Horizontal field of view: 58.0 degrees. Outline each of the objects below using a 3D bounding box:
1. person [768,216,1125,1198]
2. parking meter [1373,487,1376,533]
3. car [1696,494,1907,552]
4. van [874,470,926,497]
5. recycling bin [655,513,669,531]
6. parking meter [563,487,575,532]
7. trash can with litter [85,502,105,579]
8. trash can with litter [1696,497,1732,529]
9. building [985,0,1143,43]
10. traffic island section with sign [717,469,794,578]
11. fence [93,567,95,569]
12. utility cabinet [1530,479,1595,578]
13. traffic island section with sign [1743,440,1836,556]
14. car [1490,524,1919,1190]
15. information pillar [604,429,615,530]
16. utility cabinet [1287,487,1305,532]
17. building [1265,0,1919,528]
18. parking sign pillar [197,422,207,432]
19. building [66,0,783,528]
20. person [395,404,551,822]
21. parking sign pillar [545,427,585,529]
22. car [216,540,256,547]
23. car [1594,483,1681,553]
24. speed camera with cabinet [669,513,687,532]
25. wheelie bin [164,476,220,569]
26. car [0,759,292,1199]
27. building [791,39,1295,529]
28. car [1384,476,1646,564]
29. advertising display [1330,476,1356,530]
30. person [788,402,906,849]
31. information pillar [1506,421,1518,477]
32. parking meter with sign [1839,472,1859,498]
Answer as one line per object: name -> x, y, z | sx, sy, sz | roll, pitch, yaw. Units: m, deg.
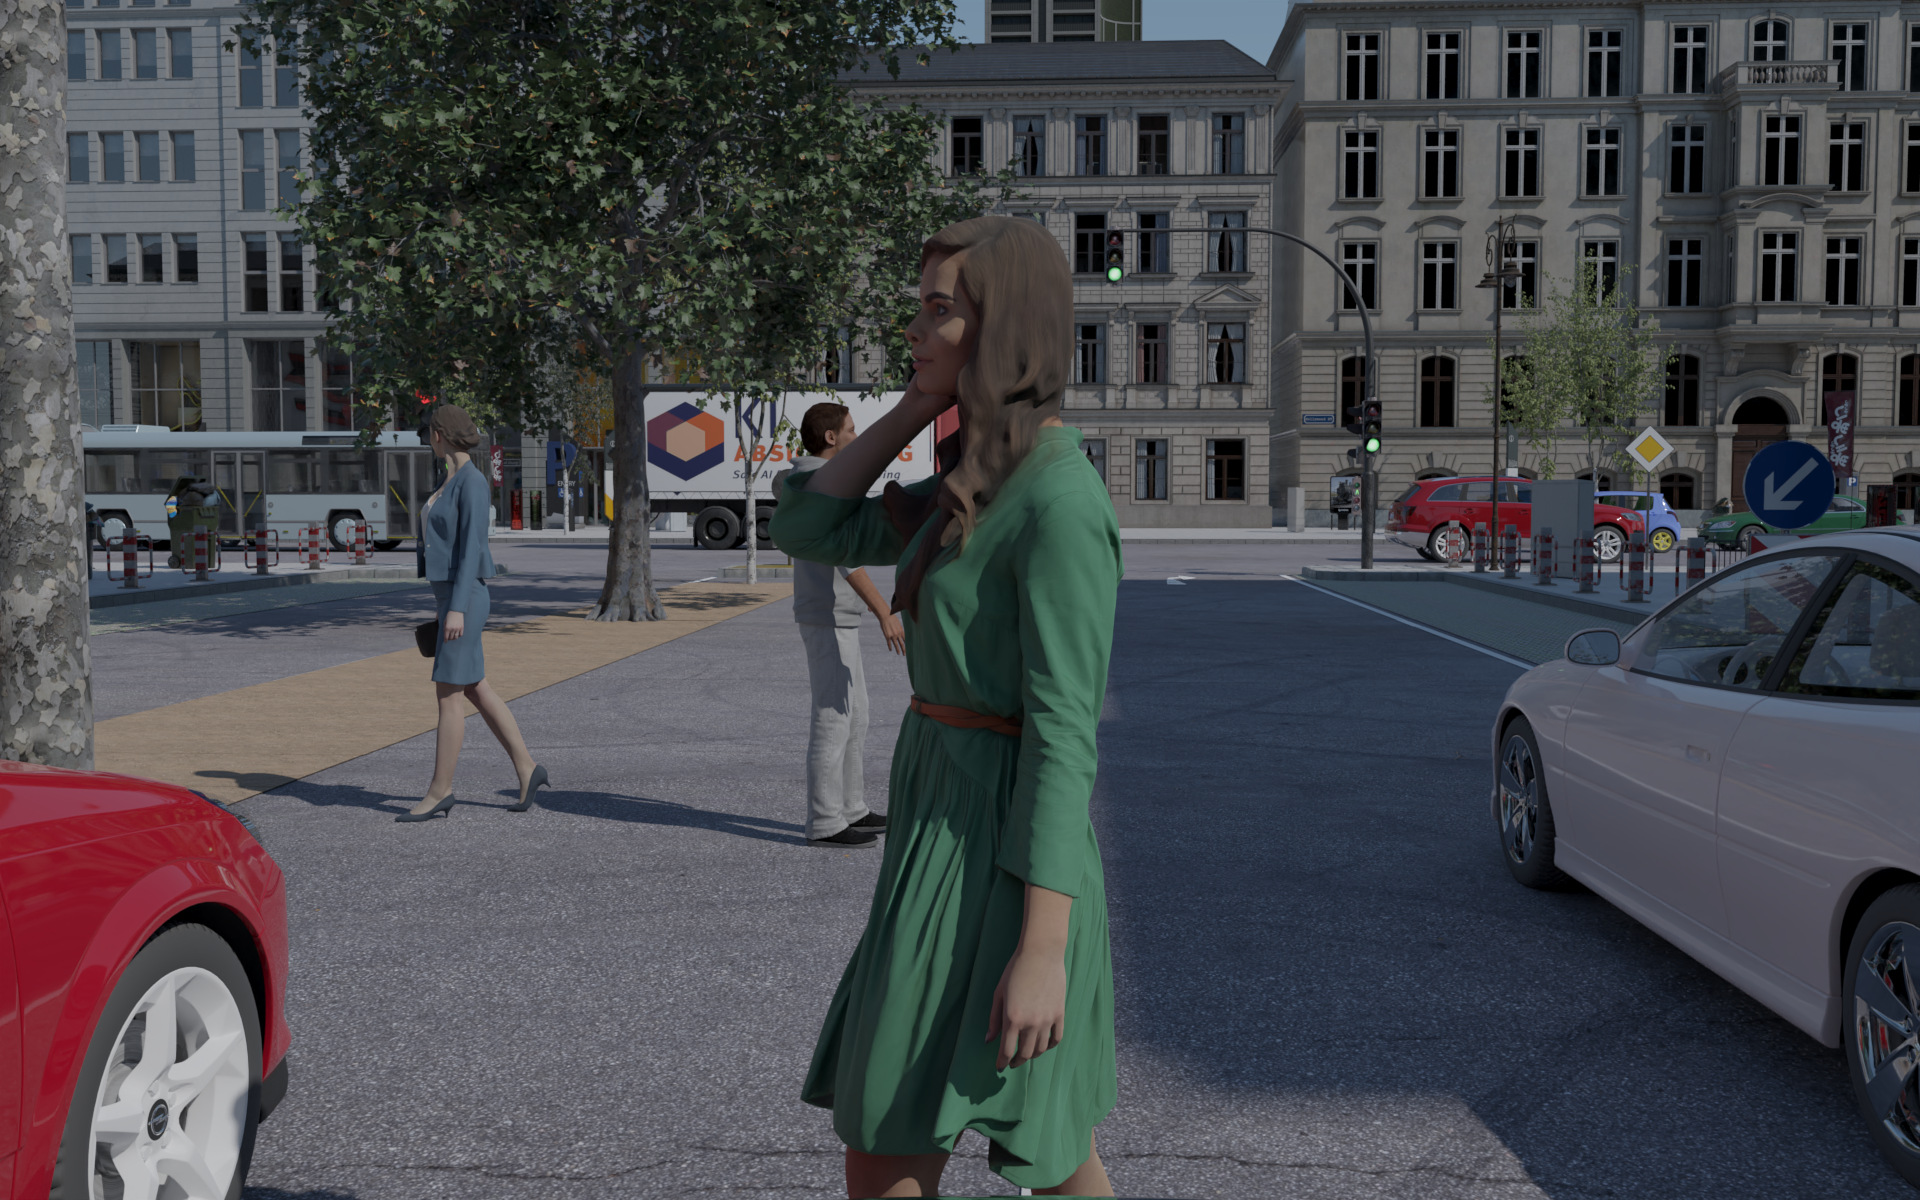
person -> 0.065, 0.392, 2.334 | 0.529, 1.795, 0.600 | -2, 4, -26
parking meter -> 13.452, -2.962, 56.843 | 0.372, 1.533, 0.369 | 0, 3, 0
car -> 21.150, -1.946, 43.609 | 4.920, 1.459, 2.131 | 0, 4, 5
van -> -1.380, -2.146, 42.096 | 4.112, 2.044, 2.013 | 0, 4, 2
recycling bin -> -10.307, -2.981, 61.300 | 0.722, 1.027, 0.722 | -3, 5, -43
parking meter -> -13.365, -3.109, 59.238 | 0.372, 1.533, 0.369 | 0, 3, 0
trash can with litter -> -13.235, -0.865, 25.534 | 0.624, 1.170, 1.055 | 2, 4, 26
trash can with litter -> 26.364, -3.009, 60.580 | 1.055, 1.170, 0.624 | 0, 4, 4
building -> 13.937, -48.567, 232.316 | 20.611, 71.187, 20.563 | 0, 4, 3
traffic island section with sign -> -3.107, -1.369, 30.524 | 2.006, 1.907, 1.989 | 0, 4, 3
fence -> -15.613, -0.833, 28.987 | 0.278, 0.683, 2.069 | 3, 5, 42
utility cabinet -> 9.238, -1.093, 26.554 | 0.318, 1.500, 1.173 | -1, 4, -16
traffic island section with sign -> 6.016, -0.297, 13.477 | 1.989, 1.847, 2.006 | 0, 4, 3
car -> 2.914, 0.459, 4.855 | 2.083, 1.381, 4.827 | 0, 4, 2
information pillar -> -12.401, -4.290, 61.500 | 0.183, 3.616, 0.504 | 3, 5, 43
utility cabinet -> 11.308, -3.030, 58.225 | 0.318, 1.500, 1.173 | 0, 4, -3
building -> 30.129, -15.314, 69.464 | 34.723, 24.649, 14.460 | 0, 4, 3
parking sign pillar -> -28.397, -4.641, 64.352 | 1.447, 3.967, 1.447 | 0, 4, -4
building -> -21.902, -17.981, 71.475 | 29.804, 29.767, 11.434 | 0, 4, 3
person -> -2.159, 0.054, 7.640 | 0.654, 1.822, 0.581 | -1, 4, -8
parking sign pillar -> -14.603, -4.616, 63.951 | 1.447, 3.967, 1.447 | 1, 4, 11
car -> -21.127, -2.188, 47.569 | 4.920, 1.459, 2.131 | 0, 4, 4
car -> 15.742, -2.024, 42.690 | 3.694, 1.707, 1.945 | 0, 4, 4
speed camera with cabinet -> -9.706, -3.980, 59.414 | 0.660, 3.252, 2.038 | -1, 4, -11
wheelie bin -> -13.177, -1.341, 29.831 | 0.693, 1.594, 0.980 | 1, 4, 18
car -> -2.344, 0.444, 1.779 | 2.155, 1.783, 4.494 | 0, 4, 4
building -> 2.824, -12.501, 69.018 | 19.286, 19.102, 10.561 | 0, 4, 3
car -> 11.717, -1.711, 36.652 | 5.304, 1.827, 2.281 | 0, 4, 5
advertising display -> 13.633, -3.448, 61.583 | 0.974, 1.923, 0.123 | 2, 4, 32
person -> -0.450, 0.094, 7.106 | 0.789, 1.805, 0.875 | -1, 4, -8
information pillar -> 17.724, -3.934, 55.679 | 0.504, 3.616, 0.183 | -2, 4, -33
parking meter with sign -> 30.770, -3.899, 60.007 | 0.543, 3.016, 1.738 | 1, 4, 9
